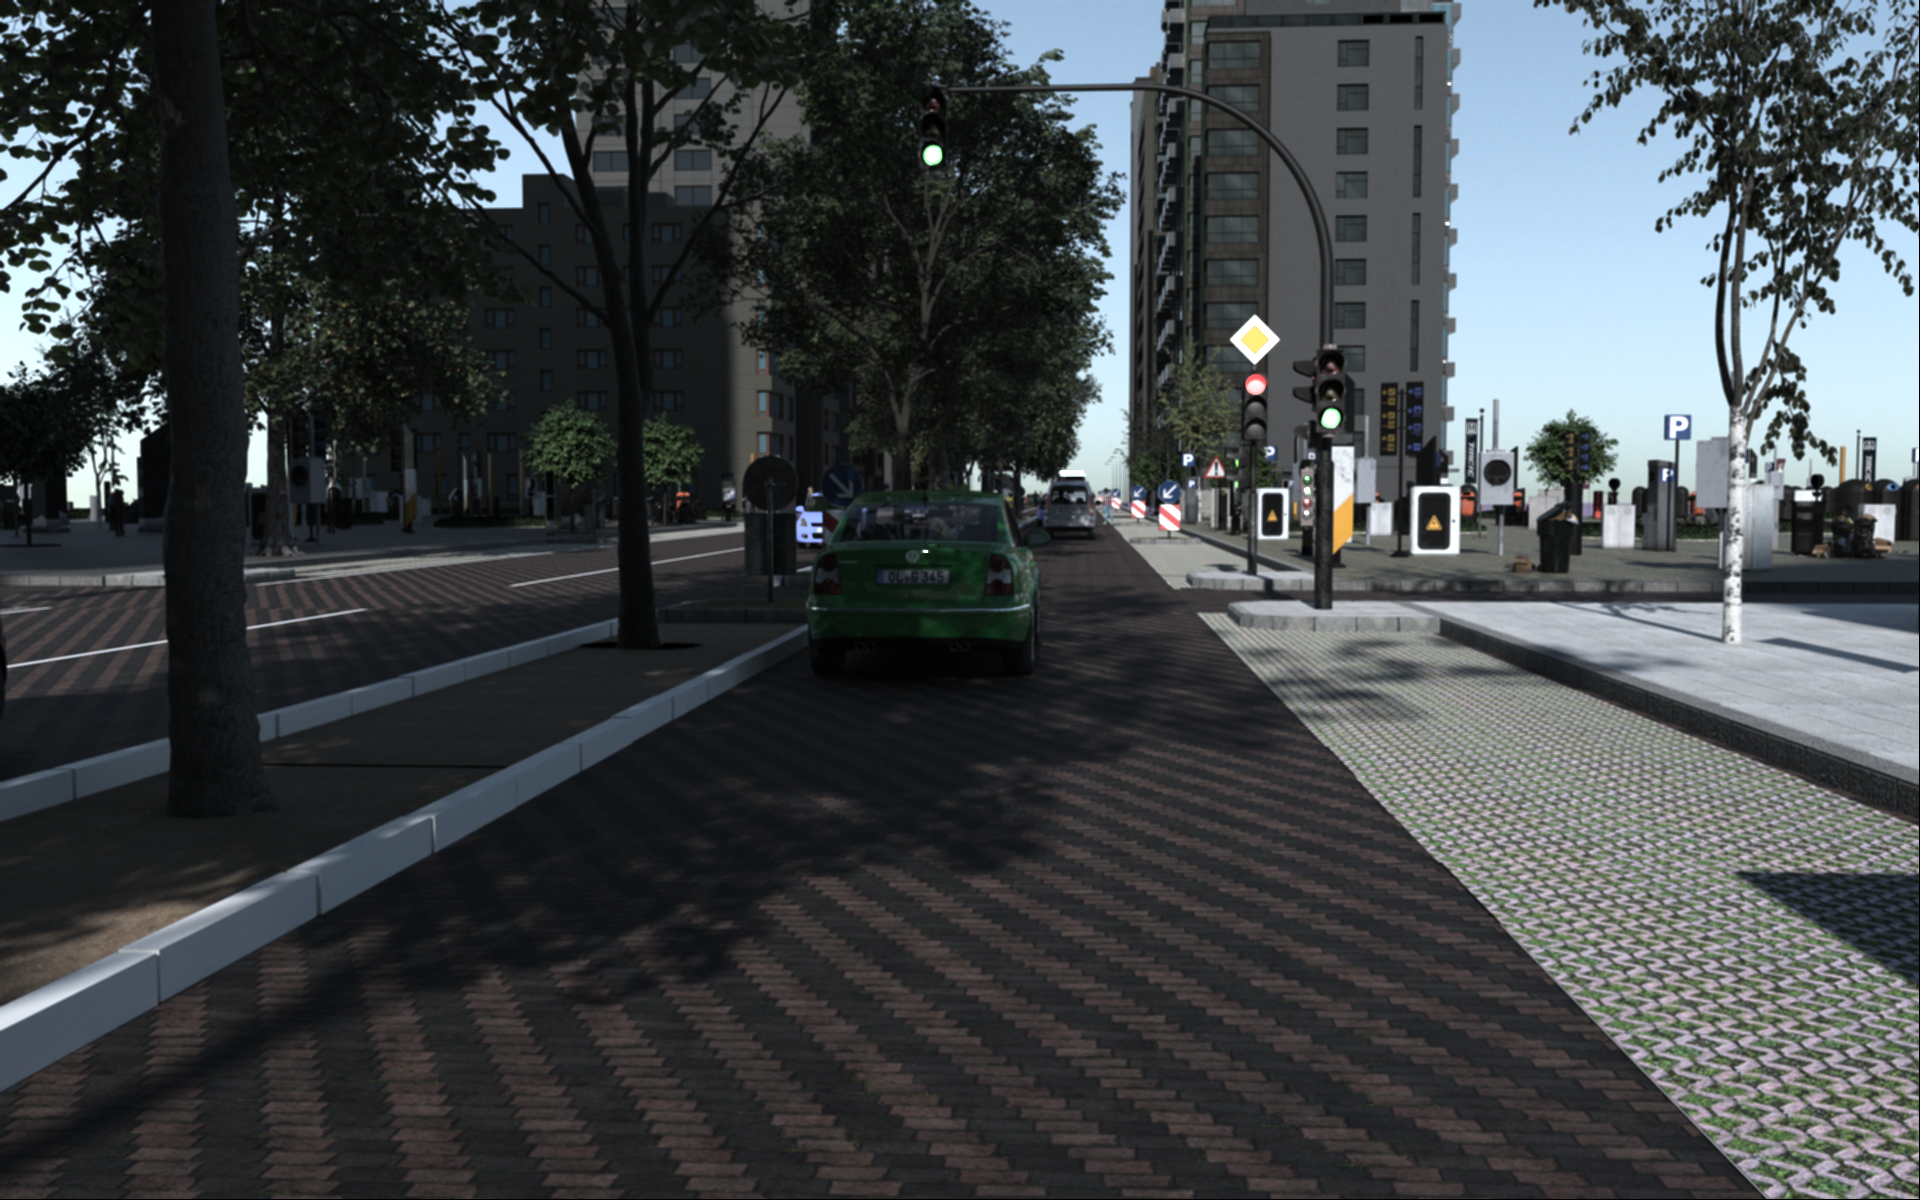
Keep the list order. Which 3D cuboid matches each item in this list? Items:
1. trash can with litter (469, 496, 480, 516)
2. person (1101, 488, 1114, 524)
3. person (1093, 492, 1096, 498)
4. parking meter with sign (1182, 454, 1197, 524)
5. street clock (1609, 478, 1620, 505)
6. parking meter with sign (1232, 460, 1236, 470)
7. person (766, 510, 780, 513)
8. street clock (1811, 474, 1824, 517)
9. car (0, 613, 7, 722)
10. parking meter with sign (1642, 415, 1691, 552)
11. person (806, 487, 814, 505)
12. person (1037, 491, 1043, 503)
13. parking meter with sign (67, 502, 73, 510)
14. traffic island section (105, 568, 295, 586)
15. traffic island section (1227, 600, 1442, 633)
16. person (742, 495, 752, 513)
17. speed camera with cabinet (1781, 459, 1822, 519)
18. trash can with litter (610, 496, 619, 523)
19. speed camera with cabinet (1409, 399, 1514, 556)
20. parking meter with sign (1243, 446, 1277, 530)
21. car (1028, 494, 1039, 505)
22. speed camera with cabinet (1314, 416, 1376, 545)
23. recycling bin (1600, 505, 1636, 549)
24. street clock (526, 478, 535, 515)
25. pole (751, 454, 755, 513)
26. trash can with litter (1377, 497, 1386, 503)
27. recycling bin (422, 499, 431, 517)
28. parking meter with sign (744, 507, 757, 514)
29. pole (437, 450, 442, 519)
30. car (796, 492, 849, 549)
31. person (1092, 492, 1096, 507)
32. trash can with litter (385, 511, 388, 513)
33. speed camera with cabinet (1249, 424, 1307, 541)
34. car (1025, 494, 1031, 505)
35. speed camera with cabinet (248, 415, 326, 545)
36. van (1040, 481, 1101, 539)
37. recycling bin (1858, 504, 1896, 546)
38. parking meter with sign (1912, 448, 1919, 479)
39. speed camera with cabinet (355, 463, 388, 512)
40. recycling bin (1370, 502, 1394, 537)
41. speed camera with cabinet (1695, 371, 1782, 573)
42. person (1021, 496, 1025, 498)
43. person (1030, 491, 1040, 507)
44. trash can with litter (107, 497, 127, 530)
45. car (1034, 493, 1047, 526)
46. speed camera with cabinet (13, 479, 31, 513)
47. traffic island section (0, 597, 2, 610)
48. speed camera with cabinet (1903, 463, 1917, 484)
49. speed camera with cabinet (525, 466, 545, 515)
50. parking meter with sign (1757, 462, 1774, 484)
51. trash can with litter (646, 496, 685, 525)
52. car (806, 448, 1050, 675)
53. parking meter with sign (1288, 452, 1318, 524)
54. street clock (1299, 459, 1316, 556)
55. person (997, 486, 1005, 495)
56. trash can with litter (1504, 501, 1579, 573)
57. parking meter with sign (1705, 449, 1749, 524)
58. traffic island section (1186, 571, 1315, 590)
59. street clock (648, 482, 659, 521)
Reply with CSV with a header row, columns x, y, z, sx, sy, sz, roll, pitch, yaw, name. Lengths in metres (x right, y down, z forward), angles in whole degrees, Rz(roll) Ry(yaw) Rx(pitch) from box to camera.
x,y,z,sx,sy,sz,roll,pitch,yaw,name
-23.092,-4.299,81.344,2.233,1.210,1.678,1,4,14,trash can with litter
7.040,-4.491,82.760,0.563,1.720,0.643,-3,4,-37,person
17.410,-13.355,227.376,1.217,1.766,0.721,-3,5,-44,person
9.820,-4.747,73.871,0.543,3.016,1.738,0,4,0,parking meter with sign
30.133,-4.600,79.782,0.358,2.002,0.471,-2,4,-30,street clock
11.516,-4.359,67.531,1.738,3.016,0.543,1,4,16,parking meter with sign
-5.304,-2.490,49.392,0.537,1.800,0.526,-1,4,-21,person
31.343,-3.596,63.360,0.358,2.002,0.471,-1,4,-8,street clock
-6.323,0.100,8.149,2.009,1.686,4.222,0,4,3,car
15.835,-2.615,39.013,0.543,3.016,1.738,0,4,3,parking meter with sign
-7.534,-4.860,88.137,0.709,1.800,0.728,3,5,40,person
9.134,-11.473,196.798,1.217,1.736,0.721,2,4,28,person
-50.602,-6.163,97.031,1.738,3.016,0.543,0,4,6,parking meter with sign
-12.322,-0.381,28.503,2.009,0.180,2.903,0,4,4,traffic island section
4.067,0.180,19.344,2.009,0.180,2.903,0,4,4,traffic island section
-9.270,-4.109,75.492,0.447,1.846,0.655,0,4,-3,person
33.716,-4.632,70.072,2.038,3.252,0.660,1,4,23,speed camera with cabinet
-15.665,-4.014,76.688,2.233,1.210,1.678,-3,5,-40,trash can with litter
10.480,-2.560,36.185,2.038,3.252,0.660,1,4,11,speed camera with cabinet
10.684,-4.010,61.831,0.543,3.016,1.738,3,4,36,parking meter with sign
9.901,-13.122,226.341,2.131,1.459,4.920,0,4,3,car
9.875,-3.066,44.467,0.660,3.252,2.038,-1,4,-19,speed camera with cabinet
15.464,-1.722,40.706,0.722,1.027,0.722,1,4,17,recycling bin
-19.929,-4.638,80.400,0.358,2.002,0.471,-3,5,-44,street clock
-10.470,-5.736,87.621,0.158,3.312,0.155,0,3,0,pole
14.874,-2.961,59.800,1.055,1.170,0.624,0,4,7,trash can with litter
-29.996,-5.142,96.632,0.722,1.027,0.722,1,4,10,recycling bin
-11.642,-6.335,99.839,1.738,3.016,0.543,1,4,18,parking meter with sign
-24.090,-5.280,80.164,0.158,3.312,0.155,0,3,0,pole
-3.367,-2.246,46.315,1.945,1.707,3.694,0,4,3,car
14.816,-11.231,193.050,0.530,1.710,0.541,-2,4,-29,person
-31.500,-5.174,95.986,1.055,1.170,0.624,-3,5,-39,trash can with litter
9.089,-3.298,48.260,2.038,3.252,0.660,-1,4,-18,speed camera with cabinet
9.956,-14.080,239.240,2.155,1.783,4.494,0,4,4,car
-16.960,-3.013,43.593,2.038,3.252,0.660,1,4,23,speed camera with cabinet
3.602,-3.031,56.569,2.013,2.044,4.112,0,4,5,van
22.837,-1.873,43.173,0.722,1.027,0.722,1,4,17,recycling bin
36.597,-4.203,64.986,0.543,3.016,1.738,-1,4,-15,parking meter with sign
-33.536,-6.389,98.792,0.660,3.252,2.038,2,4,27,speed camera with cabinet
12.713,-2.435,52.371,0.722,1.027,0.722,1,4,20,recycling bin
12.822,-2.098,28.633,0.660,3.252,2.038,3,5,44,speed camera with cabinet
7.971,-12.662,218.706,0.628,1.438,0.799,-3,5,-43,person
8.382,-11.265,192.698,1.348,1.821,0.705,-2,4,-31,person
-30.174,-3.097,62.023,0.624,1.170,1.055,-2,4,-26,trash can with litter
4.322,-4.192,78.134,1.945,1.707,3.694,0,4,2,car
-44.846,-5.378,82.271,2.038,3.252,0.660,3,5,41,speed camera with cabinet
-12.882,0.107,20.537,2.009,0.180,2.903,0,4,4,traffic island section
49.831,-5.918,91.101,0.660,3.252,2.038,1,4,19,speed camera with cabinet
-23.976,-6.339,97.974,0.660,3.252,2.038,1,4,15,speed camera with cabinet
43.939,-6.071,95.518,1.738,3.016,0.543,-1,4,-17,parking meter with sign
-12.565,-3.743,72.248,2.233,1.210,1.678,-1,4,-16,trash can with litter
-0.208,-0.386,15.115,1.959,1.807,4.718,0,4,4,car
13.790,-4.564,70.890,1.738,3.016,0.543,-2,4,-31,parking meter with sign
7.254,-1.929,36.107,0.358,2.002,0.471,2,4,33,street clock
1.929,-4.595,83.638,0.555,1.821,0.388,-1,4,-16,person
9.462,-1.028,28.196,1.055,1.170,0.624,0,4,2,trash can with litter
29.422,-4.298,66.527,1.738,3.016,0.543,-2,4,-24,parking meter with sign
4.628,-0.308,27.310,2.009,0.180,2.903,0,4,4,traffic island section
-14.718,-4.813,83.270,0.471,2.002,0.358,1,4,11,street clock
